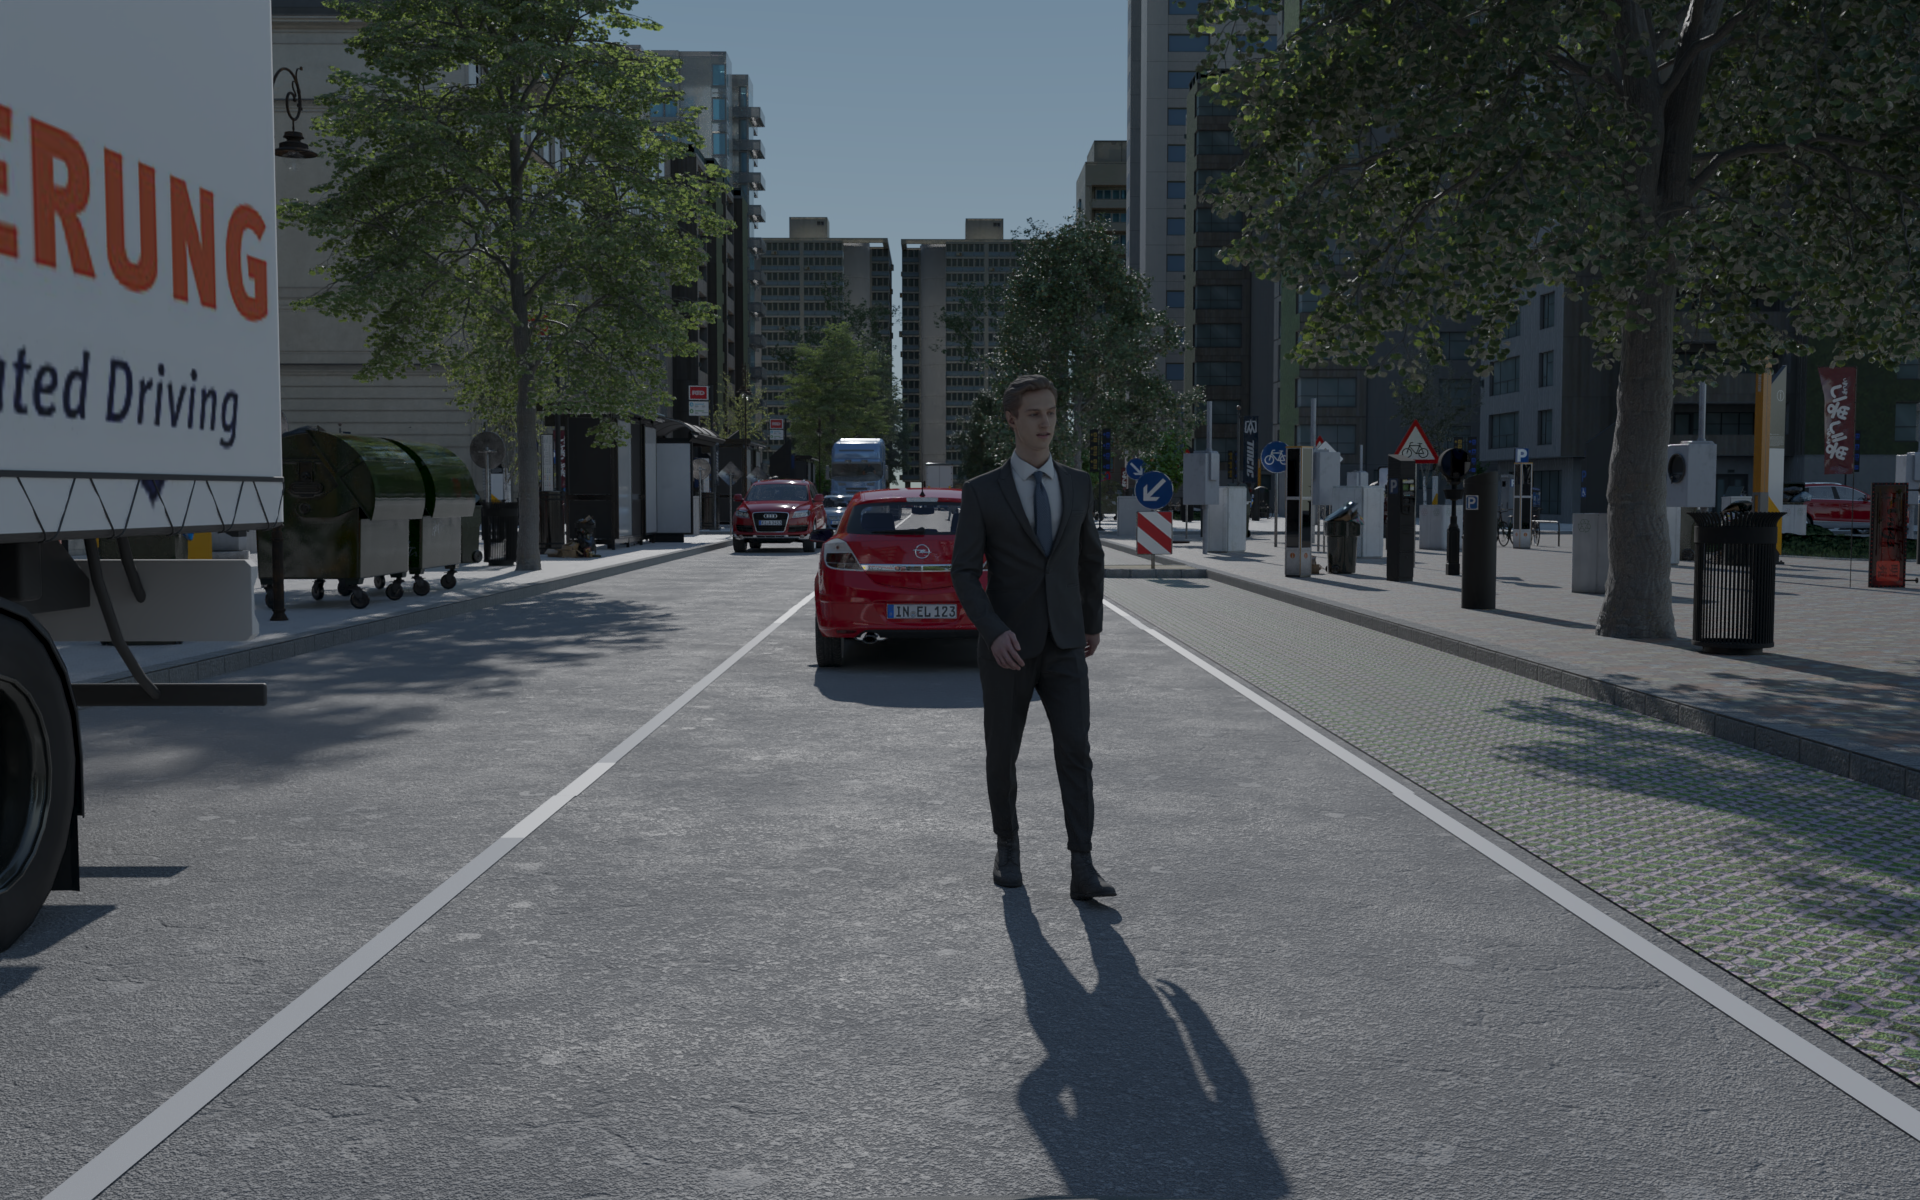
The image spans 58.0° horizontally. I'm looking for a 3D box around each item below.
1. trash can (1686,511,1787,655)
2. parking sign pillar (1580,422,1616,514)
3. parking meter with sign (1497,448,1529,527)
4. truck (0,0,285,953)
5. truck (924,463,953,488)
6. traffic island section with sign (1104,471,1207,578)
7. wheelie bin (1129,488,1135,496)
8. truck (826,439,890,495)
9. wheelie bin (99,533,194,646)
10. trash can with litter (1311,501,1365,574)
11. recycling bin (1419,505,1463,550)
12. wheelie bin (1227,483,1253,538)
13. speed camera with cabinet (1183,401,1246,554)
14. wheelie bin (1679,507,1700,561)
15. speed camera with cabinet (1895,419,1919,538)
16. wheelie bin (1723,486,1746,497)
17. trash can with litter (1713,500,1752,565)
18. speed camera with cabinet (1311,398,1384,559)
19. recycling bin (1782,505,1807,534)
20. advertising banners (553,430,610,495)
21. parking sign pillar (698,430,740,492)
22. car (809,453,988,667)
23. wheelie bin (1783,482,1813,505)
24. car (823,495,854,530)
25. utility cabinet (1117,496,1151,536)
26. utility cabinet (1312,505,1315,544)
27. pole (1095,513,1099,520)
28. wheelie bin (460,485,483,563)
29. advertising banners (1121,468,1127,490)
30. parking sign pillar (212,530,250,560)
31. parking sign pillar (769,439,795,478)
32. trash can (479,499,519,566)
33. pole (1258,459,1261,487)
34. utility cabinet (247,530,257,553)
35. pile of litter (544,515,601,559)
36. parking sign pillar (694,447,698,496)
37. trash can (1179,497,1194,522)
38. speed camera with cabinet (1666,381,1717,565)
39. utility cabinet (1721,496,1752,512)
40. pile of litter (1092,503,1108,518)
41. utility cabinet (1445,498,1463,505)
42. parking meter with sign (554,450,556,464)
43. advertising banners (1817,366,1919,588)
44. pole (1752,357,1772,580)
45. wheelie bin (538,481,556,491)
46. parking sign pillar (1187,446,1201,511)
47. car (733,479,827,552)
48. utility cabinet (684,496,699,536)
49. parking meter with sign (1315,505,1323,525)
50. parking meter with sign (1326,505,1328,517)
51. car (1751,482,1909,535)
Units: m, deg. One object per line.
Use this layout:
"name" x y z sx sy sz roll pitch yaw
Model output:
"trash can" 6.244 -0.141 13.967 0.748 1.137 0.748 0 3 0
"parking sign pillar" 22.893 -4.489 61.869 1.447 3.967 1.447 -1 4 -9
"parking meter with sign" 21.238 -4.319 66.873 0.543 3.016 1.738 -1 4 -11
"truck" -4.076 -0.796 1.936 2.839 4.237 11.283 0 4 -1
"truck" -1.991 -10.621 162.574 2.839 4.237 11.283 0 4 -1
"traffic island section with sign" 3.189 -1.324 30.283 1.989 1.847 2.006 0 4 -1
"wheelie bin" 9.264 -5.167 92.388 0.980 1.594 0.693 2 4 34
"truck" -4.714 -6.133 90.031 2.967 4.110 18.799 0 4 1
"wheelie bin" -7.027 -0.425 14.863 0.980 1.594 0.693 -1 4 -14
"trash can with litter" 5.919 -1.007 27.852 1.055 1.170 0.624 0 4 -3
"recycling bin" 11.138 -1.685 40.111 0.722 1.027 0.722 -2 4 -35
"wheelie bin" 8.134 -2.641 51.095 0.980 1.594 0.693 -1 4 -22
"speed camera with cabinet" 5.555 -2.652 37.695 0.660 3.252 2.038 2 4 34
"wheelie bin" 14.001 -1.571 33.586 0.693 1.594 0.980 2 4 34
"speed camera with cabinet" 21.928 -2.696 38.413 2.038 3.252 0.660 0 4 5
"wheelie bin" 30.018 -3.620 67.097 0.693 1.594 0.980 -2 4 -33
"trash can with litter" 13.901 -1.220 31.328 0.624 1.170 1.055 0 4 -3
"speed camera with cabinet" 7.774 -2.506 35.304 0.660 3.252 2.038 -2 4 -27
"recycling bin" 19.398 -1.728 40.809 0.722 1.027 0.722 -1 4 -13
"advertising banners" -10.104 -3.096 46.807 2.074 3.025 0.090 1 4 21
"parking sign pillar" -9.920 -5.156 72.771 1.447 3.967 1.447 -2 4 -35
"car" -0.337 -0.416 15.842 2.155 1.783 4.494 0 4 -1
"wheelie bin" 21.803 -2.293 45.393 0.980 1.594 0.693 2 4 26
"car" -4.264 -3.058 61.996 2.014 1.417 4.499 0 4 -2
"utility cabinet" 5.345 -2.572 53.212 1.020 1.237 0.306 0 4 -2
"utility cabinet" 8.818 -2.199 44.636 0.318 1.500 1.173 0 4 -6
"pole" 6.731 -5.584 85.134 0.158 3.312 0.155 0 3 0
"wheelie bin" -9.321 -1.489 32.255 0.980 1.594 0.693 2 4 28
"advertising banners" 10.094 -7.207 114.029 2.074 3.025 0.090 -1 4 -10
"parking sign pillar" -14.544 -2.751 33.454 1.447 3.967 1.447 0 4 -1
"parking sign pillar" -8.806 -5.952 85.793 1.447 3.967 1.447 2 4 34
"trash can" -8.248 -1.189 31.099 0.748 1.137 0.748 0 3 0
"pole" 17.278 -6.489 99.944 0.158 3.312 0.155 0 3 0
"utility cabinet" -15.622 -1.605 37.400 0.306 1.237 1.020 3 5 44
"pile of litter" -7.858 -1.299 35.198 1.176 0.858 1.719 0 4 -3
"parking sign pillar" -14.477 -6.747 98.782 1.447 3.967 1.447 0 4 -7
"trash can" 10.391 -4.135 79.257 0.748 1.137 0.748 0 3 0
"speed camera with cabinet" 12.681 -2.241 30.971 0.660 3.252 2.038 -1 4 -8
"utility cabinet" 21.638 -2.271 48.297 1.020 1.237 0.306 -2 4 -34
"pile of litter" 7.454 -4.915 94.329 1.176 0.858 1.719 0 4 4
"utility cabinet" 25.270 -4.718 88.298 1.020 1.237 0.306 2 4 25
"parking meter with sign" -16.623 -4.420 68.520 0.543 3.016 1.738 -3 5 -42
"advertising banners" 12.736 -1.680 23.656 2.074 3.025 0.090 0 4 4
"pole" 11.940 -1.955 25.811 0.158 3.312 0.155 0 3 0
"wheelie bin" -10.442 -2.170 43.385 0.693 1.594 0.980 0 4 1
"parking sign pillar" 12.458 -6.288 91.288 1.447 3.967 1.447 -1 4 -11
"car" -4.569 -2.182 44.353 2.281 1.827 5.304 0 3 0
"utility cabinet" -8.607 -2.598 53.637 1.020 1.237 0.306 -2 4 -26
"parking meter with sign" 14.627 -4.678 72.738 0.543 3.016 1.738 -1 4 -11
"parking meter with sign" 19.053 -5.795 91.008 0.543 3.016 1.738 0 4 -4
"car" 28.896 -2.993 57.611 5.304 1.827 2.281 0 4 -2
